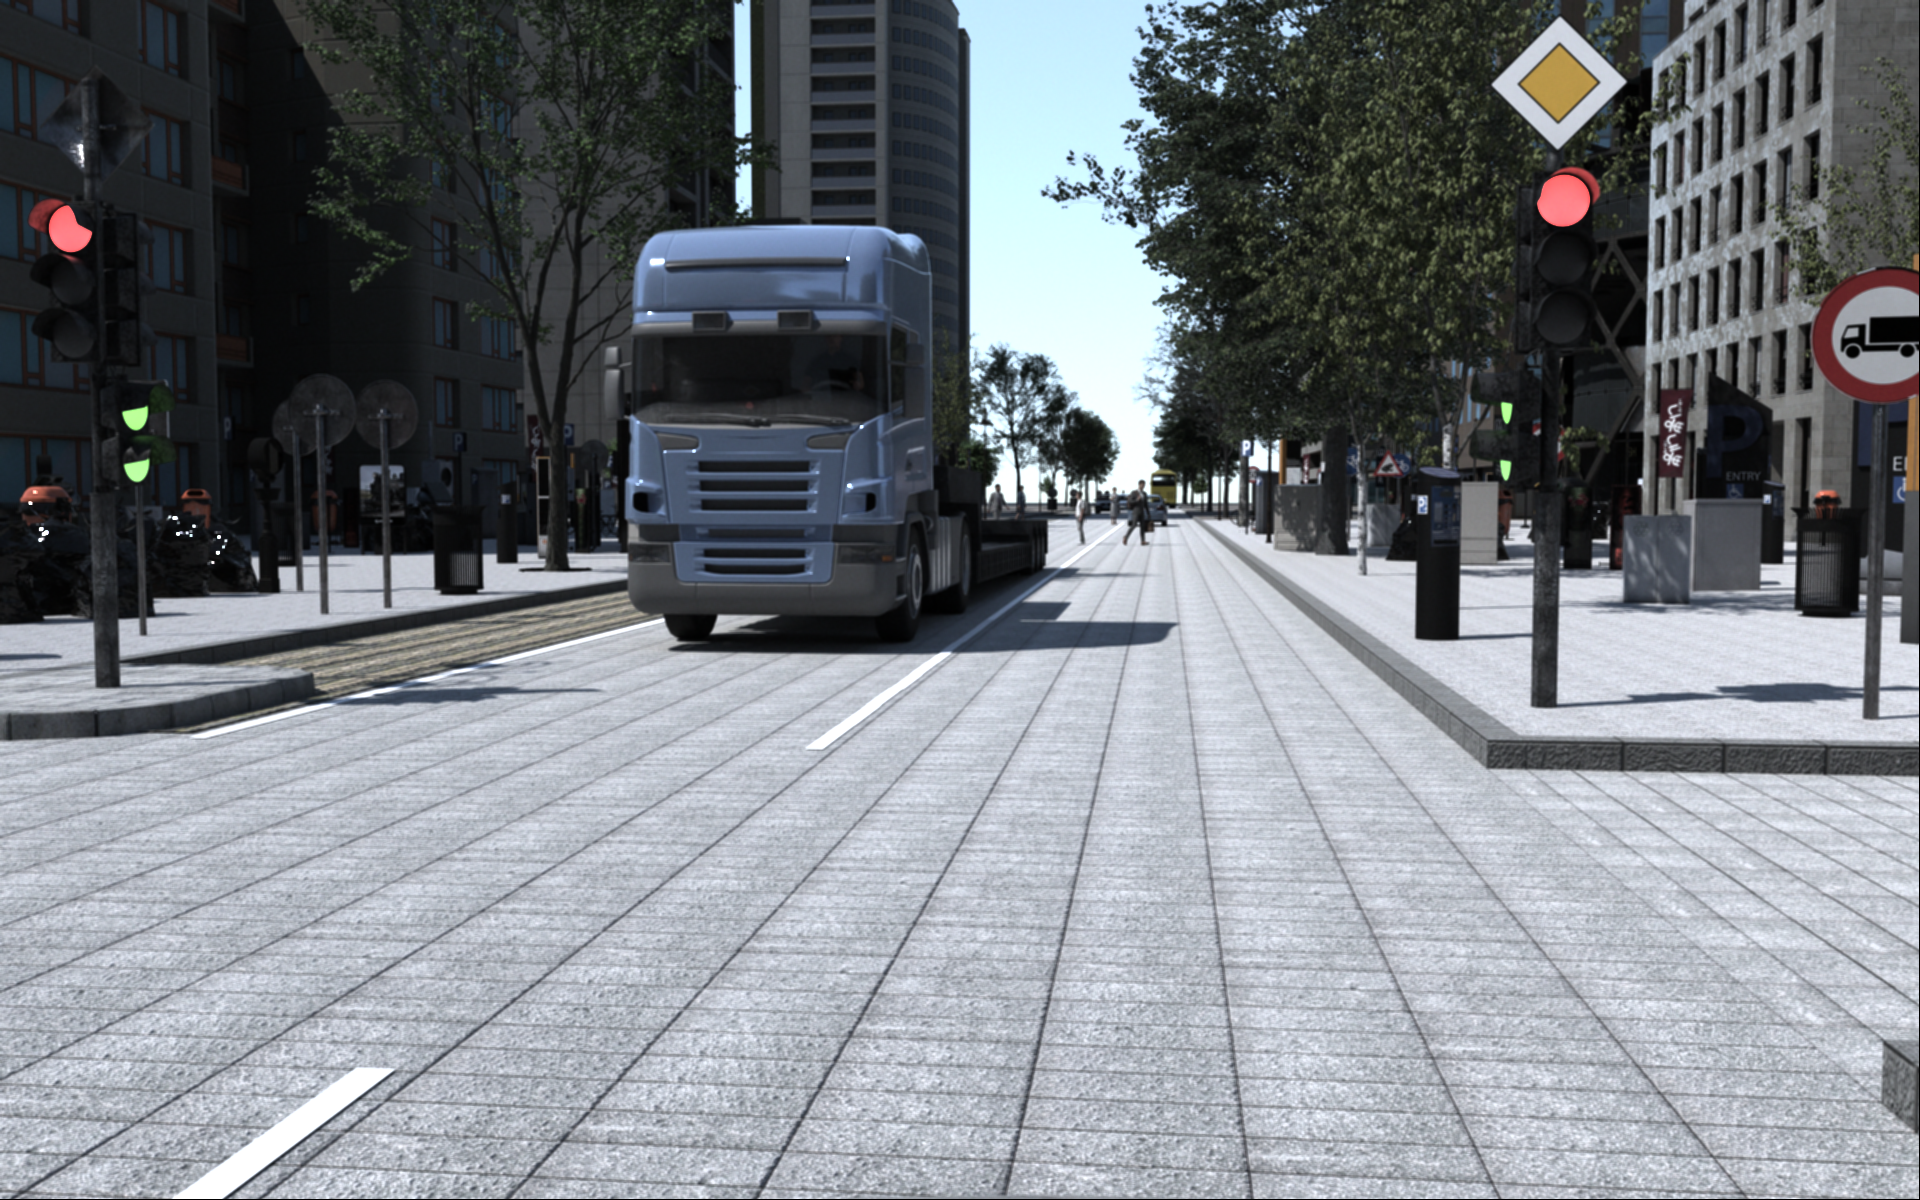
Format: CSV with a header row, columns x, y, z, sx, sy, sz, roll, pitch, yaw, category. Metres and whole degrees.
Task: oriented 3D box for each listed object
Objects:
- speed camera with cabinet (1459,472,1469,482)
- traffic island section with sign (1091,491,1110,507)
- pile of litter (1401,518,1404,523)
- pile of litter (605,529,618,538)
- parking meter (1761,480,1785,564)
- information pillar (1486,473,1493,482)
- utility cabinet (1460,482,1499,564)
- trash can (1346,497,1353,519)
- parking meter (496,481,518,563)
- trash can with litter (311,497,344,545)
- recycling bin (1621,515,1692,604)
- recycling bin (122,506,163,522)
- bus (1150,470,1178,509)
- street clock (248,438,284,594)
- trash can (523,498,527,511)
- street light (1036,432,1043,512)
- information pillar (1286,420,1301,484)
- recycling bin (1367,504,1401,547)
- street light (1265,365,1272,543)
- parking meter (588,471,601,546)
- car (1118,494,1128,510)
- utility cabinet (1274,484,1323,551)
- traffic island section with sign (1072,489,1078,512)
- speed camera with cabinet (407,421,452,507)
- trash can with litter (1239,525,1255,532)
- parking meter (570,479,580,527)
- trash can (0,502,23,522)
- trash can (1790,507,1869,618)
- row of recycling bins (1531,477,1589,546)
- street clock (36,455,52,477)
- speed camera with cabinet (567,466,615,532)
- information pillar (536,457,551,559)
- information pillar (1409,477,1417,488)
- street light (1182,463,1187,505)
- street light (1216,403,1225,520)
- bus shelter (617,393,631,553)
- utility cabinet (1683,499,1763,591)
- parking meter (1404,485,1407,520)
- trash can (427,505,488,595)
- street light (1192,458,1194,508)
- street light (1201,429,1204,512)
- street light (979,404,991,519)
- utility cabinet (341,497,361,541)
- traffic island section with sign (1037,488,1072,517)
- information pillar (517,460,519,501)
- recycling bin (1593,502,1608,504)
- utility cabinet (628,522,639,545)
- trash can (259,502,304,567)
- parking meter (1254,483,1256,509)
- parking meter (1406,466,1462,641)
x,y,z,sx,sy,sz,roll,pitch,yaw,category
20.434,-4.746,71.940,0.660,3.252,2.038,3,5,42,speed camera with cabinet
15.533,-11.234,192.299,1.989,1.847,2.006,0,4,7,traffic island section with sign
18.062,-3.559,72.147,1.719,0.858,1.176,0,4,-3,pile of litter
-9.615,-2.258,50.876,1.719,0.858,1.176,-1,4,-15,pile of litter
14.928,-1.430,31.799,0.372,1.533,0.369,0,3,0,parking meter
18.609,-3.445,60.815,0.304,2.012,0.304,1,4,16,information pillar
9.129,-1.388,31.371,1.173,1.500,0.318,1,4,17,utility cabinet
18.802,-4.450,84.409,0.748,1.137,0.748,0,3,0,trash can
-8.415,-1.452,32.155,0.372,1.533,0.369,0,3,0,parking meter
-16.089,-1.995,43.671,1.678,1.210,2.233,2,4,32,trash can with litter
8.286,-0.494,20.629,0.722,1.027,0.722,1,4,19,recycling bin
-17.299,-1.469,36.574,0.722,1.027,0.722,-3,4,-38,recycling bin
20.582,-11.214,174.888,2.896,3.916,12.252,0,4,7,bus
-8.948,-1.089,22.382,0.358,2.002,0.471,1,4,11,street clock
-15.660,-3.174,63.556,0.748,1.137,0.748,0,3,0,trash can
5.868,-9.423,126.848,0.468,5.910,1.993,0,4,7,street light
10.335,-3.820,53.816,0.504,3.616,0.183,1,4,23,information pillar
10.357,-1.831,42.484,0.722,1.027,0.722,0,4,-3,recycling bin
8.129,-4.441,45.402,0.468,5.910,1.993,0,4,7,street light
-8.986,-2.256,42.593,0.255,1.863,0.399,-1,4,-17,parking meter
12.713,-7.554,135.517,2.014,1.417,4.499,0,4,7,car
7.599,-1.847,38.872,0.318,1.500,1.173,-3,5,-41,utility cabinet
9.127,-7.893,137.682,1.989,1.847,2.006,0,4,7,traffic island section with sign
-14.210,-3.157,45.955,0.660,3.252,2.038,1,4,11,speed camera with cabinet
10.775,-2.936,59.069,2.233,1.210,1.678,2,4,26,trash can with litter
-14.812,-3.723,66.583,0.399,1.863,0.255,0,4,7,parking meter
-16.542,-1.146,30.392,0.748,1.137,0.748,0,3,0,trash can
9.099,-0.398,18.157,0.748,1.137,0.748,0,3,0,trash can
15.325,-2.262,44.096,1.069,1.692,3.534,0,4,8,row of recycling bins
-16.908,-1.679,32.024,0.358,2.002,0.471,-2,4,-31,street clock
-12.661,-3.903,58.148,2.038,3.252,0.660,-2,4,-30,speed camera with cabinet
-8.217,-1.835,34.488,0.304,2.012,0.304,1,4,12,information pillar
19.363,-4.256,74.075,0.304,2.012,0.304,0,4,1,information pillar
31.216,-16.502,242.591,0.468,5.910,1.993,0,4,7,street light
12.664,-6.823,84.350,0.468,5.910,1.993,0,4,7,street light
-6.296,-3.022,40.697,1.731,3.624,6.357,0,4,7,bus shelter
10.122,-0.726,23.024,1.020,1.237,0.306,-1,4,-13,utility cabinet
12.837,-2.502,49.322,0.372,1.533,0.369,0,3,0,parking meter
-6.431,-0.645,22.204,0.748,1.137,0.748,0,3,0,trash can
21.612,-11.487,160.606,0.468,5.910,1.993,0,4,7,street light
17.063,-9.105,121.659,0.468,5.910,1.993,0,4,7,street light
1.276,-7.041,87.906,0.468,5.910,1.993,0,4,7,street light
-16.699,-2.222,47.491,0.306,1.237,1.020,-2,4,-33,utility cabinet
5.965,-6.249,110.791,1.989,1.847,2.006,0,4,7,traffic island section with sign
-19.245,-5.105,74.829,0.183,3.616,0.504,1,4,17,information pillar
19.541,-2.508,53.559,0.722,1.027,0.722,0,4,-5,recycling bin
-5.683,-1.434,32.128,0.318,1.500,1.173,2,4,28,utility cabinet
-12.045,-1.170,30.784,0.748,1.137,0.748,0,3,0,trash can
14.455,-4.789,84.009,0.399,1.863,0.255,0,4,5,parking meter
4.226,-0.421,15.297,0.372,1.533,0.369,0,3,0,parking meter
